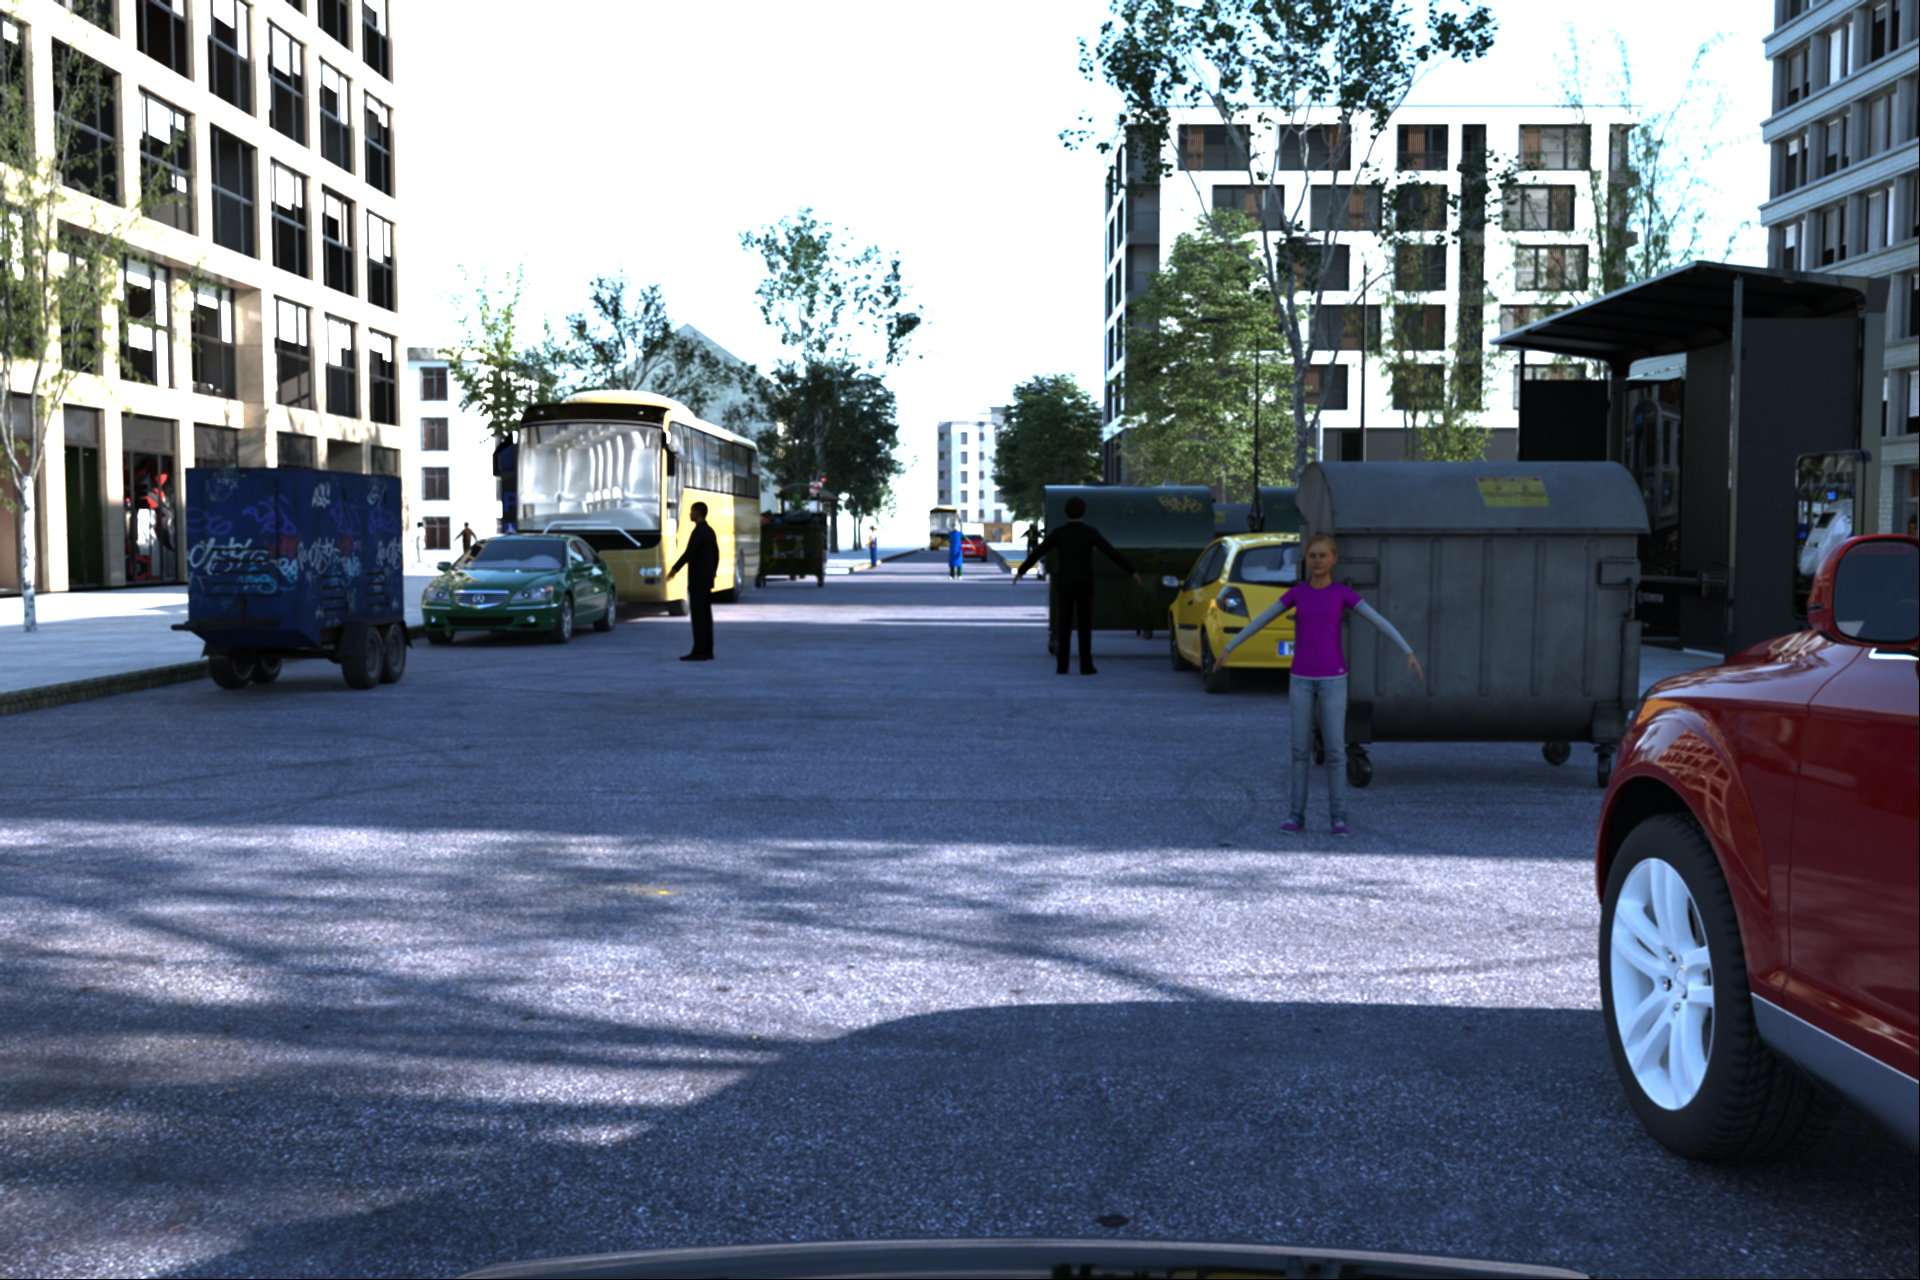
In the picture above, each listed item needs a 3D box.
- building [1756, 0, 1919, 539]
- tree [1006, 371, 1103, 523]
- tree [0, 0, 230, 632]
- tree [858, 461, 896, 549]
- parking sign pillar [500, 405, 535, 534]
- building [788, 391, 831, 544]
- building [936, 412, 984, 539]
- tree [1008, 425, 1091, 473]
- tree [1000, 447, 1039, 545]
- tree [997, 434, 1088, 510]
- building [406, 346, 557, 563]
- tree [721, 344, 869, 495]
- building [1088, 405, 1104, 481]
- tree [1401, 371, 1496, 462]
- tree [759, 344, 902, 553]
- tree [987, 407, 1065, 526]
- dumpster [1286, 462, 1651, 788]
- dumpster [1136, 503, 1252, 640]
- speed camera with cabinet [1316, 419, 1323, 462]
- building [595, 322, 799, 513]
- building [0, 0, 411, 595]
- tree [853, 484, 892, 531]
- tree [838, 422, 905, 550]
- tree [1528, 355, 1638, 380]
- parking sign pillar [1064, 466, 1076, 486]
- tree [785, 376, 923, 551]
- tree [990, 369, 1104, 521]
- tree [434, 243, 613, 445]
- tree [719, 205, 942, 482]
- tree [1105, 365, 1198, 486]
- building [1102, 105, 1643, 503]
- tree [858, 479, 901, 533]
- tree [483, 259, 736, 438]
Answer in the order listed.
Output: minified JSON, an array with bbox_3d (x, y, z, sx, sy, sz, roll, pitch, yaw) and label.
[{"bbox_3d":[25.523,-11.731,38.486,8.464,21.280,15.925,0,4,1],"label":"building"},{"bbox_3d":[7.018,-12.375,120.466,7.486,12.596,7.792,0,3,0],"label":"tree"},{"bbox_3d":[-12.339,-4.401,22.314,4.360,8.622,3.978,0,3,0],"label":"tree"},{"bbox_3d":[-8.086,-12.339,152.112,4.360,8.622,3.978,0,3,0],"label":"tree"},{"bbox_3d":[-9.042,-2.878,35.526,1.447,3.967,1.447,0,4,0],"label":"parking sign pillar"},{"bbox_3d":[-25.761,-22.157,228.723,16.747,18.905,31.486,0,4,0],"label":"building"},{"bbox_3d":[-3.305,-24.514,259.687,11.380,20.090,16.016,0,4,6],"label":"building"},{"bbox_3d":[7.797,-13.753,150.612,9.928,11.665,9.643,0,3,0],"label":"tree"},{"bbox_3d":[7.263,-14.254,158.810,9.928,11.665,9.643,0,3,0],"label":"tree"},{"bbox_3d":[7.157,-12.747,142.829,8.767,10.594,7.601,0,4,5],"label":"tree"},{"bbox_3d":[-25.849,-9.145,91.665,9.099,9.664,28.070,0,4,0],"label":"building"},{"bbox_3d":[-8.668,-9.283,86.183,8.767,10.594,7.601,0,4,0],"label":"tree"},{"bbox_3d":[26.425,-23.832,220.588,19.493,23.208,18.063,0,4,1],"label":"building"},{"bbox_3d":[21.807,-7.735,76.823,4.737,8.622,4.395,0,3,0],"label":"tree"},{"bbox_3d":[-8.612,-12.829,116.409,9.857,13.997,8.962,0,3,0],"label":"tree"},{"bbox_3d":[7.255,-16.019,168.560,9.857,13.997,8.962,0,3,0],"label":"tree"},{"bbox_3d":[2.948,-0.124,10.247,1.865,1.857,1.264,0,3,0],"label":"dumpster"},{"bbox_3d":[3.240,-0.964,23.975,1.865,1.857,1.264,0,4,-1],"label":"dumpster"},{"bbox_3d":[6.347,-2.128,29.125,0.660,3.252,2.038,0,4,1],"label":"speed camera with cabinet"},{"bbox_3d":[-28.033,-21.888,188.791,19.493,23.208,18.063,0,4,1],"label":"building"},{"bbox_3d":[-28.202,-14.521,40.628,19.350,26.588,34.151,0,4,0],"label":"building"},{"bbox_3d":[-7.992,-13.262,167.197,4.360,8.622,3.978,0,3,0],"label":"tree"},{"bbox_3d":[-8.317,-13.367,144.299,9.928,11.665,9.643,0,3,0],"label":"tree"},{"bbox_3d":[22.692,-6.991,64.673,4.360,8.622,3.978,0,3,0],"label":"tree"},{"bbox_3d":[4.384,-4.954,69.472,1.447,3.967,1.447,0,4,0],"label":"parking sign pillar"},{"bbox_3d":[-7.974,-13.509,131.234,12.009,13.543,11.850,0,3,0],"label":"tree"},{"bbox_3d":[6.974,-13.817,132.561,9.857,13.997,8.962,0,3,0],"label":"tree"},{"bbox_3d":[-11.423,-5.765,44.623,4.737,8.622,4.395,0,3,0],"label":"tree"},{"bbox_3d":[-7.457,-14.828,98.321,12.611,20.169,13.585,0,3,0],"label":"tree"},{"bbox_3d":[8.285,-7.604,74.686,4.360,8.622,3.978,0,3,0],"label":"tree"},{"bbox_3d":[21.963,-15.608,99.165,27.936,21.610,32.646,0,3,0],"label":"building"},{"bbox_3d":[-12.301,-19.976,261.014,7.601,10.594,8.767,0,4,6],"label":"tree"},{"bbox_3d":[-12.127,-7.659,59.630,8.767,10.594,7.601,-1,4,-14],"label":"tree"}]
